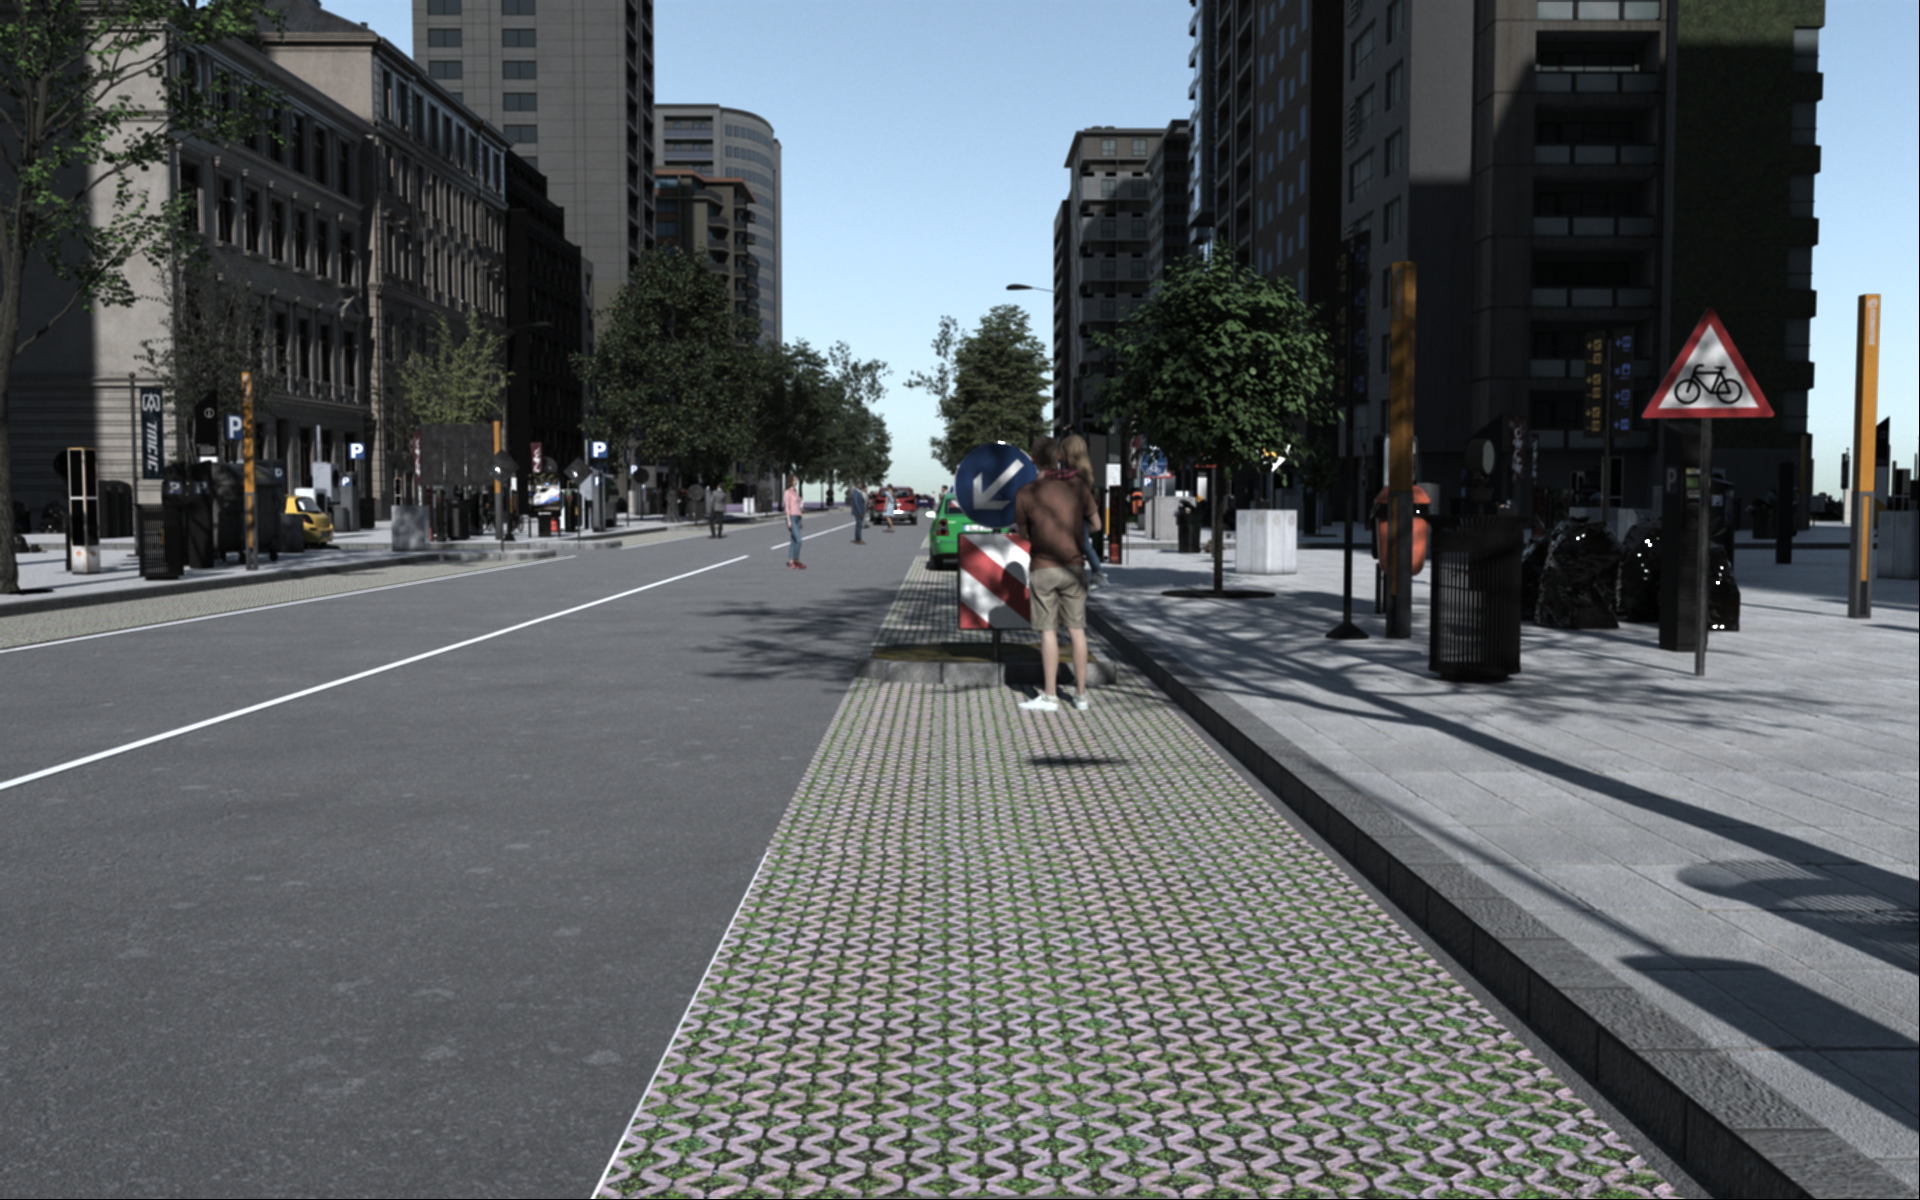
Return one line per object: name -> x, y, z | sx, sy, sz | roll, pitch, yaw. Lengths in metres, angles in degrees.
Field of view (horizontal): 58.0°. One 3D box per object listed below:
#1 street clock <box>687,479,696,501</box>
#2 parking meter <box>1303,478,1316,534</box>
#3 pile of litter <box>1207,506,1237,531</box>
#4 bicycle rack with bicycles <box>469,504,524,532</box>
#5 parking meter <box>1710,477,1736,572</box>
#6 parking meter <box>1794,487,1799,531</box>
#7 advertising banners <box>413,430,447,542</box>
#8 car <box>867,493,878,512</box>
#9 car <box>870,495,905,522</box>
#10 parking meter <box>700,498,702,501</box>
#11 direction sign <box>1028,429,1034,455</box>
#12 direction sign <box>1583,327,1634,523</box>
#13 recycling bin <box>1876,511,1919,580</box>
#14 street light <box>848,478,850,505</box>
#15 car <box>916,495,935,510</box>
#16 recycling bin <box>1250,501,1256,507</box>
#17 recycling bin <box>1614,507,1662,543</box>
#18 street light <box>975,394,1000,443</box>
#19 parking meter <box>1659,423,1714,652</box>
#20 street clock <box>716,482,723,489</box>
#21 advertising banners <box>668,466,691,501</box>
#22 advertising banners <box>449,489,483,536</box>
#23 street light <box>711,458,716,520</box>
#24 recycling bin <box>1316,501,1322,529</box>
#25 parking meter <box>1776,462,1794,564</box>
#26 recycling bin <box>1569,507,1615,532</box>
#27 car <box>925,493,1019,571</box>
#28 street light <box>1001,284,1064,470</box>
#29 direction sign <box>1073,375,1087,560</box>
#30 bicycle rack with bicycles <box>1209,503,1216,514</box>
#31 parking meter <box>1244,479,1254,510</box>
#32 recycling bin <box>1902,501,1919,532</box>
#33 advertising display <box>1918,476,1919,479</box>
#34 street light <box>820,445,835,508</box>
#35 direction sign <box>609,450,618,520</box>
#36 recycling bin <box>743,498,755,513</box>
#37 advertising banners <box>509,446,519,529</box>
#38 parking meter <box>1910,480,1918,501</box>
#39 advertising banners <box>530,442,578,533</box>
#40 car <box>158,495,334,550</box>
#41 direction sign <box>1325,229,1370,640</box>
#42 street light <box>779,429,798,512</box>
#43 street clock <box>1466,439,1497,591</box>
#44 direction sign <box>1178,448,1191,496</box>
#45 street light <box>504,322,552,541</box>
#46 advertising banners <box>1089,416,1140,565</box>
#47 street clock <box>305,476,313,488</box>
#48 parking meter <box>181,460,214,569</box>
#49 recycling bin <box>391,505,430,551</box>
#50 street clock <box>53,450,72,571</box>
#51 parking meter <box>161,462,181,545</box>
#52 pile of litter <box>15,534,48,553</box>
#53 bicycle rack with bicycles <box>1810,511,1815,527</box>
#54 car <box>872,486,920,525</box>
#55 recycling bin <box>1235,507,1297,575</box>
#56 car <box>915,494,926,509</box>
street clock -> -13.268, -4.958, 85.625 | 0.358, 2.002, 0.471 | 1, 4, 16
parking meter -> 11.204, -3.046, 55.513 | 0.399, 1.863, 0.255 | 1, 4, 22
pile of litter -> 9.355, -2.891, 61.236 | 1.719, 0.858, 1.176 | -3, 4, -36
bicycle rack with bicycles -> -16.210, -2.784, 58.906 | 2.852, 0.926, 2.925 | -1, 4, -23
parking meter -> 11.329, -1.062, 25.781 | 0.372, 1.533, 0.369 | 0, 3, 0
parking meter -> 27.610, -3.002, 57.487 | 0.372, 1.533, 0.369 | 0, 3, 0
advertising banners -> -14.309, -3.088, 46.678 | 0.090, 3.025, 2.074 | -3, 4, -38
car -> -6.724, -7.771, 136.088 | 2.155, 1.783, 4.494 | 0, 4, 1
car -> -3.783, -4.840, 90.937 | 2.131, 1.459, 4.920 | 0, 4, -1
parking meter -> -15.796, -6.006, 106.607 | 0.372, 1.533, 0.369 | 0, 3, 0
direction sign -> 2.498, -4.214, 60.896 | 0.379, 3.537, 0.876 | 0, 4, -8
direction sign -> 8.944, -1.955, 23.958 | 0.379, 3.537, 0.876 | -2, 4, -23
recycling bin -> 14.453, -0.838, 26.249 | 0.722, 1.027, 0.722 | -1, 4, -15
street light -> -12.710, -14.288, 206.143 | 1.470, 5.913, 1.316 | 0, 4, 0
car -> -3.344, -9.121, 161.707 | 1.945, 1.354, 3.894 | 0, 4, 1
recycling bin -> 11.106, -3.127, 63.679 | 0.722, 1.027, 0.722 | 2, 4, 26
recycling bin -> 11.945, -1.076, 30.146 | 0.722, 1.027, 0.722 | 0, 4, -5
street light -> 1.413, -6.617, 80.733 | 1.470, 5.913, 1.316 | 0, 4, 0
parking meter -> 5.928, -0.516, 14.143 | 0.255, 1.863, 0.399 | 0, 4, -4
street clock -> -13.370, -5.606, 96.230 | 0.471, 2.002, 0.358 | -1, 4, -13
advertising banners -> -16.258, -6.449, 101.623 | 2.074, 3.025, 0.090 | -3, 5, -42
advertising banners -> -15.383, -3.489, 53.238 | 2.074, 3.025, 0.090 | 3, 4, 37
street light -> -11.946, -7.015, 87.239 | 1.470, 5.913, 1.316 | 0, 4, 0
recycling bin -> 13.101, -3.187, 64.659 | 0.722, 1.027, 0.722 | 1, 4, 23
parking meter -> 15.218, -1.605, 31.953 | 0.255, 1.863, 0.399 | 2, 4, 24
recycling bin -> 12.089, -1.251, 33.007 | 0.722, 1.027, 0.722 | 0, 4, -4
car -> 0.298, -1.519, 33.629 | 1.959, 1.807, 4.718 | 0, 4, -1
street light -> 1.724, -4.034, 38.504 | 1.470, 5.913, 1.316 | 0, 4, 0
direction sign -> 2.280, -2.538, 33.489 | 0.379, 3.537, 0.876 | 0, 4, -7
bicycle rack with bicycles -> 13.491, -5.151, 97.600 | 2.925, 0.926, 2.852 | -1, 4, -9
parking meter -> 11.134, -3.731, 66.719 | 0.255, 1.863, 0.399 | -1, 4, -18
recycling bin -> 35.255, -3.121, 63.576 | 0.722, 1.027, 0.722 | 0, 4, -2
advertising display -> 33.754, -3.368, 60.276 | 0.974, 1.923, 0.123 | -1, 4, -13
street light -> -12.459, -11.658, 163.147 | 1.470, 5.913, 1.316 | 0, 4, 0
direction sign -> -17.253, -5.769, 86.316 | 0.379, 3.537, 0.876 | -3, 4, -39
recycling bin -> -14.000, -6.273, 115.117 | 0.722, 1.027, 0.722 | 0, 4, -1
advertising banners -> -16.421, -4.126, 63.650 | 0.090, 3.025, 2.074 | 0, 4, -5
parking meter -> 39.582, -4.041, 71.782 | 0.399, 1.863, 0.255 | -2, 4, -30
advertising banners -> -13.580, -3.773, 57.874 | 2.074, 3.025, 0.090 | 2, 4, 31
car -> -17.386, -1.952, 42.135 | 3.980, 1.641, 2.015 | 0, 4, 1
direction sign -> 3.454, -1.428, 15.345 | 0.379, 3.537, 0.876 | 0, 4, -5
street light -> -12.163, -9.193, 122.843 | 1.470, 5.913, 1.316 | 0, 4, 0
street clock -> 6.860, -1.117, 22.836 | 0.358, 2.002, 0.471 | 3, 5, 41
direction sign -> 7.913, -4.229, 61.148 | 0.379, 3.537, 0.876 | -1, 4, -22
street light -> -11.719, -4.550, 46.933 | 1.470, 5.913, 1.316 | 0, 4, 0
advertising banners -> 2.834, -2.168, 31.643 | 0.090, 3.025, 2.074 | -1, 4, -21
street clock -> -25.375, -3.862, 67.720 | 0.358, 2.002, 0.471 | 0, 4, 5
parking meter -> -13.084, -1.473, 29.788 | 0.399, 1.863, 0.255 | -3, 4, -39
recycling bin -> -12.382, -1.621, 39.051 | 0.722, 1.027, 0.722 | 0, 4, -7
street clock -> -14.807, -1.488, 28.895 | 0.471, 2.002, 0.358 | 0, 4, -2
parking meter -> -14.068, -1.547, 31.005 | 0.399, 1.863, 0.255 | -2, 4, -25
pile of litter -> -20.938, -1.462, 37.875 | 1.719, 0.858, 1.176 | 0, 4, 8
bicycle rack with bicycles -> 32.759, -3.402, 69.010 | 2.852, 0.926, 2.925 | 1, 4, 16
car -> -3.027, -4.453, 81.476 | 2.281, 1.827, 5.304 | 0, 4, -1
recycling bin -> 4.910, -0.931, 27.777 | 0.722, 1.027, 0.722 | -3, 5, -40
car -> -4.199, -9.969, 173.223 | 2.015, 1.641, 3.980 | 0, 4, -1
